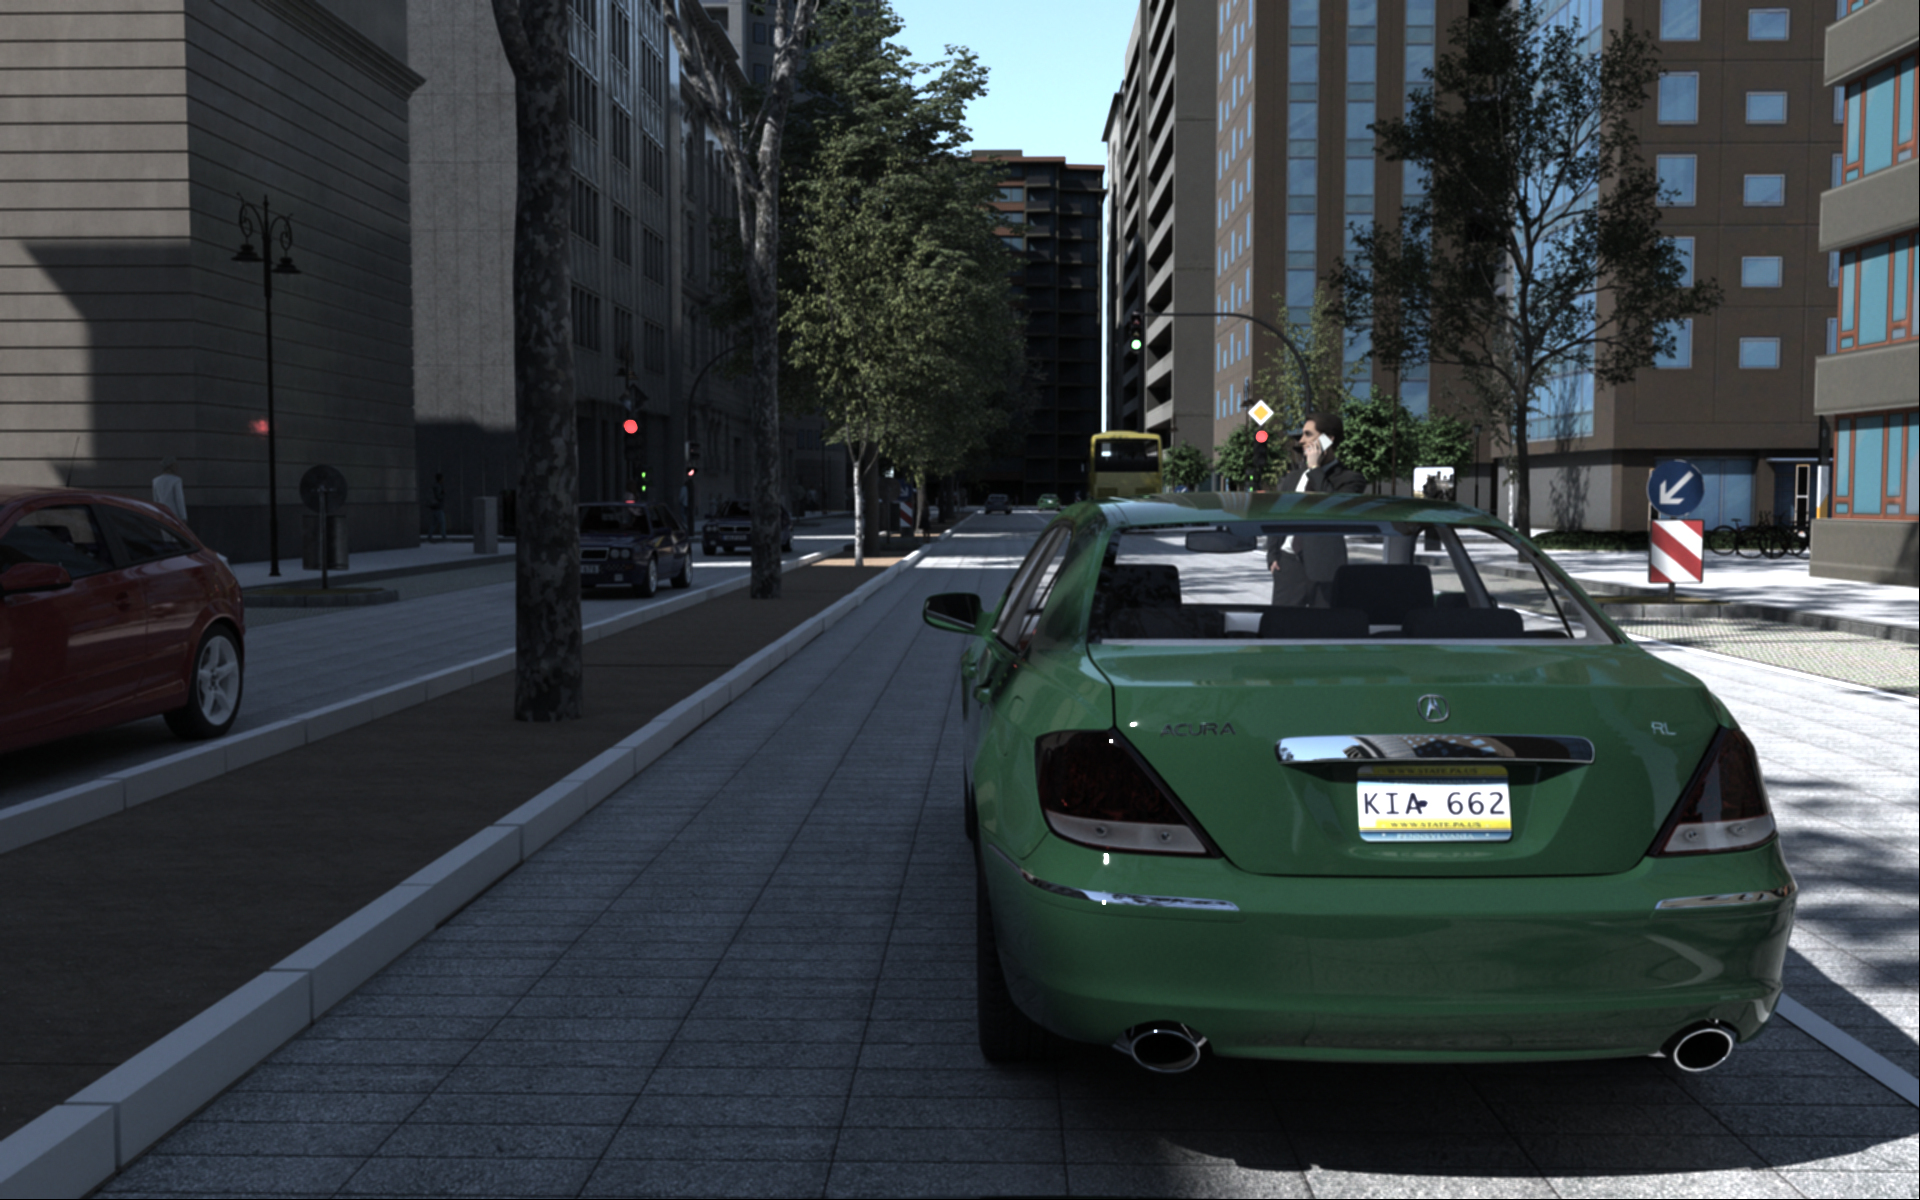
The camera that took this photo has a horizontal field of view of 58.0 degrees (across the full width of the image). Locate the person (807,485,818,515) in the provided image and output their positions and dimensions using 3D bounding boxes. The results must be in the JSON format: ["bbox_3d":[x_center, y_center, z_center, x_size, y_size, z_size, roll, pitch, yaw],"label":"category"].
[{"bbox_3d":[-9.213,-6.242,107.953,0.661,1.843,0.795,-1,4,-11],"label":"person"}]

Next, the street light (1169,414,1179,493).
[{"bbox_3d":[12.050,-7.638,97.674,0.468,5.910,1.993,0,4,1],"label":"street light"}]

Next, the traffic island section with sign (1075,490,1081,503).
[{"bbox_3d":[12.152,-10.516,180.557,1.989,1.847,2.006,0,4,1],"label":"traffic island section with sign"}]

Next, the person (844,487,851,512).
[{"bbox_3d":[-8.093,-7.307,125.535,0.620,1.820,0.660,0,4,8],"label":"person"}]

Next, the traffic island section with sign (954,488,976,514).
[{"bbox_3d":[0.178,-7.248,126.647,2.006,1.907,1.989,0,4,1],"label":"traffic island section with sign"}]

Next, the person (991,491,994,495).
[{"bbox_3d":[2.958,-9.137,158.595,1.217,1.736,0.721,-1,4,-22],"label":"person"}]

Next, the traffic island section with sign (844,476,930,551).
[{"bbox_3d":[-1.874,-2.201,44.127,2.006,1.907,1.989,0,4,1],"label":"traffic island section with sign"}]

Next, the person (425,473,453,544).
[{"bbox_3d":[-13.363,-2.348,44.415,0.713,1.824,0.794,-1,4,-12],"label":"person"}]

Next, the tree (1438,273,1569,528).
[{"bbox_3d":[17.971,-6.519,56.949,4.360,8.622,3.978,0,3,0],"label":"tree"}]

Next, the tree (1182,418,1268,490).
[{"bbox_3d":[12.340,-5.455,72.901,4.285,4.588,4.351,0,3,0],"label":"tree"}]

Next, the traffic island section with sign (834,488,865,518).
[{"bbox_3d":[-6.486,-5.812,103.662,1.989,1.847,2.006,0,4,1],"label":"traffic island section with sign"}]

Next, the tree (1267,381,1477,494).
[{"bbox_3d":[12.052,-4.086,50.514,4.285,4.588,4.351,0,3,0],"label":"tree"}]

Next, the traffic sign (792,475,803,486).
[{"bbox_3d":[-8.764,-5.568,93.167,0.606,2.300,0.079,0,4,7],"label":"traffic sign"}]

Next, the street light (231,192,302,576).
[{"bbox_3d":[-10.724,-3.312,26.931,0.468,5.910,1.993,0,4,1],"label":"street light"}]

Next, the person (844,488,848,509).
[{"bbox_3d":[-8.838,-7.912,136.076,0.551,1.740,0.621,1,4,15],"label":"person"}]

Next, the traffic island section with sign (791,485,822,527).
[{"bbox_3d":[-7.150,-4.159,76.622,1.989,1.847,2.006,0,4,1],"label":"traffic island section with sign"}]

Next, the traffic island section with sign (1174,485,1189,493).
[{"bbox_3d":[9.552,-4.133,76.199,1.989,1.847,2.006,0,4,1],"label":"traffic island section with sign"}]

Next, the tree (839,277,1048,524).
[{"bbox_3d":[-0.852,-10.380,82.544,12.009,13.543,11.850,0,3,0],"label":"tree"}]

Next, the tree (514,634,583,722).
[{"bbox_3d":[-3.806,-9.354,11.290,12.611,20.169,13.585,0,3,0],"label":"tree"}]

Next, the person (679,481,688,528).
[{"bbox_3d":[-10.408,-3.630,65.660,0.793,1.790,0.793,0,4,-1],"label":"person"}]

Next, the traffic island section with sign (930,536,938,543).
[{"bbox_3d":[-1.680,-2.654,51.532,2.006,1.907,1.989,0,4,1],"label":"traffic island section with sign"}]

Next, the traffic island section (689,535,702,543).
[{"bbox_3d":[-8.096,-1.820,52.035,2.009,0.180,2.903,0,4,1],"label":"traffic island section"}]

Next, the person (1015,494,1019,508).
[{"bbox_3d":[6.013,-10.391,181.608,0.599,1.433,0.991,-1,4,-12],"label":"person"}]

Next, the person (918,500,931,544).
[{"bbox_3d":[-1.030,-2.246,49.887,0.362,1.253,0.373,-3,5,-43],"label":"person"}]

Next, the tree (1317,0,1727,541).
[{"bbox_3d":[10.194,-5.966,31.964,7.601,10.594,8.767,0,4,2],"label":"tree"}]

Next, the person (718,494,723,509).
[{"bbox_3d":[-10.662,-4.088,77.158,0.640,1.303,0.475,0,4,3],"label":"person"}]

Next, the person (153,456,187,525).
[{"bbox_3d":[-11.662,-1.201,25.556,0.514,1.842,0.818,0,4,-8],"label":"person"}]

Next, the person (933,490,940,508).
[{"bbox_3d":[-2.106,-10.303,177.055,1.348,1.812,0.705,-1,4,-18],"label":"person"}]

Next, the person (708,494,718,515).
[{"bbox_3d":[-10.641,-3.934,74.649,0.425,1.301,0.394,-1,4,-8],"label":"person"}]

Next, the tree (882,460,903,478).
[{"bbox_3d":[-7.565,-14.714,174.987,8.767,10.594,7.601,0,4,1],"label":"tree"}]

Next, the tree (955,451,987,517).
[{"bbox_3d":[-0.549,-11.030,108.559,9.928,11.665,9.643,0,3,0],"label":"tree"}]

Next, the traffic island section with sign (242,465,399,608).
[{"bbox_3d":[-8.502,-0.858,22.654,1.989,1.847,2.006,0,4,1],"label":"traffic island section with sign"}]

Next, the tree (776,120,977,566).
[{"bbox_3d":[-1.958,-4.948,33.726,4.737,8.622,4.395,0,3,0],"label":"tree"}]

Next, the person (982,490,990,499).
[{"bbox_3d":[2.376,-8.374,145.939,1.217,1.766,0.721,1,4,23],"label":"person"}]

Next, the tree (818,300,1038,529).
[{"bbox_3d":[-1.610,-9.215,70.136,9.611,12.733,9.660,0,3,0],"label":"tree"}]

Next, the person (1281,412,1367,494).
[{"bbox_3d":[2.007,-0.133,10.043,0.648,1.900,0.474,2,4,33],"label":"person"}]

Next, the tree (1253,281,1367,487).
[{"bbox_3d":[12.066,-6.747,60.671,4.737,8.622,4.395,0,3,0],"label":"tree"}]

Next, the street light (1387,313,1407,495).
[{"bbox_3d":[10.805,-4.298,43.058,0.468,5.910,1.993,0,4,1],"label":"street light"}]

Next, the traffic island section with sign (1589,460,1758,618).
[{"bbox_3d":[8.184,-0.745,20.801,1.989,1.847,2.006,0,4,1],"label":"traffic island section with sign"}]

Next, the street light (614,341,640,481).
[{"bbox_3d":[-10.060,-4.873,52.467,0.468,5.910,1.993,0,4,1],"label":"street light"}]

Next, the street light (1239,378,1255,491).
[{"bbox_3d":[11.462,-5.895,69.177,0.468,5.910,1.993,0,4,1],"label":"street light"}]

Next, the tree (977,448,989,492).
[{"bbox_3d":[-0.057,-8.460,91.134,4.737,8.622,4.395,0,3,0],"label":"tree"}]

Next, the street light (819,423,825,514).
[{"bbox_3d":[-8.688,-8.393,110.006,0.468,5.910,1.993,0,4,1],"label":"street light"}]

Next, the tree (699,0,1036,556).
[{"bbox_3d":[-2.136,-7.292,39.812,7.486,12.596,7.792,0,3,0],"label":"tree"}]

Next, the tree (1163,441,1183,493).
[{"bbox_3d":[12.993,-7.150,100.615,4.285,4.588,4.351,0,3,0],"label":"tree"}]

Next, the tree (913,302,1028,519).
[{"bbox_3d":[-0.629,-11.575,98.370,9.857,13.997,8.962,0,3,0],"label":"tree"}]
